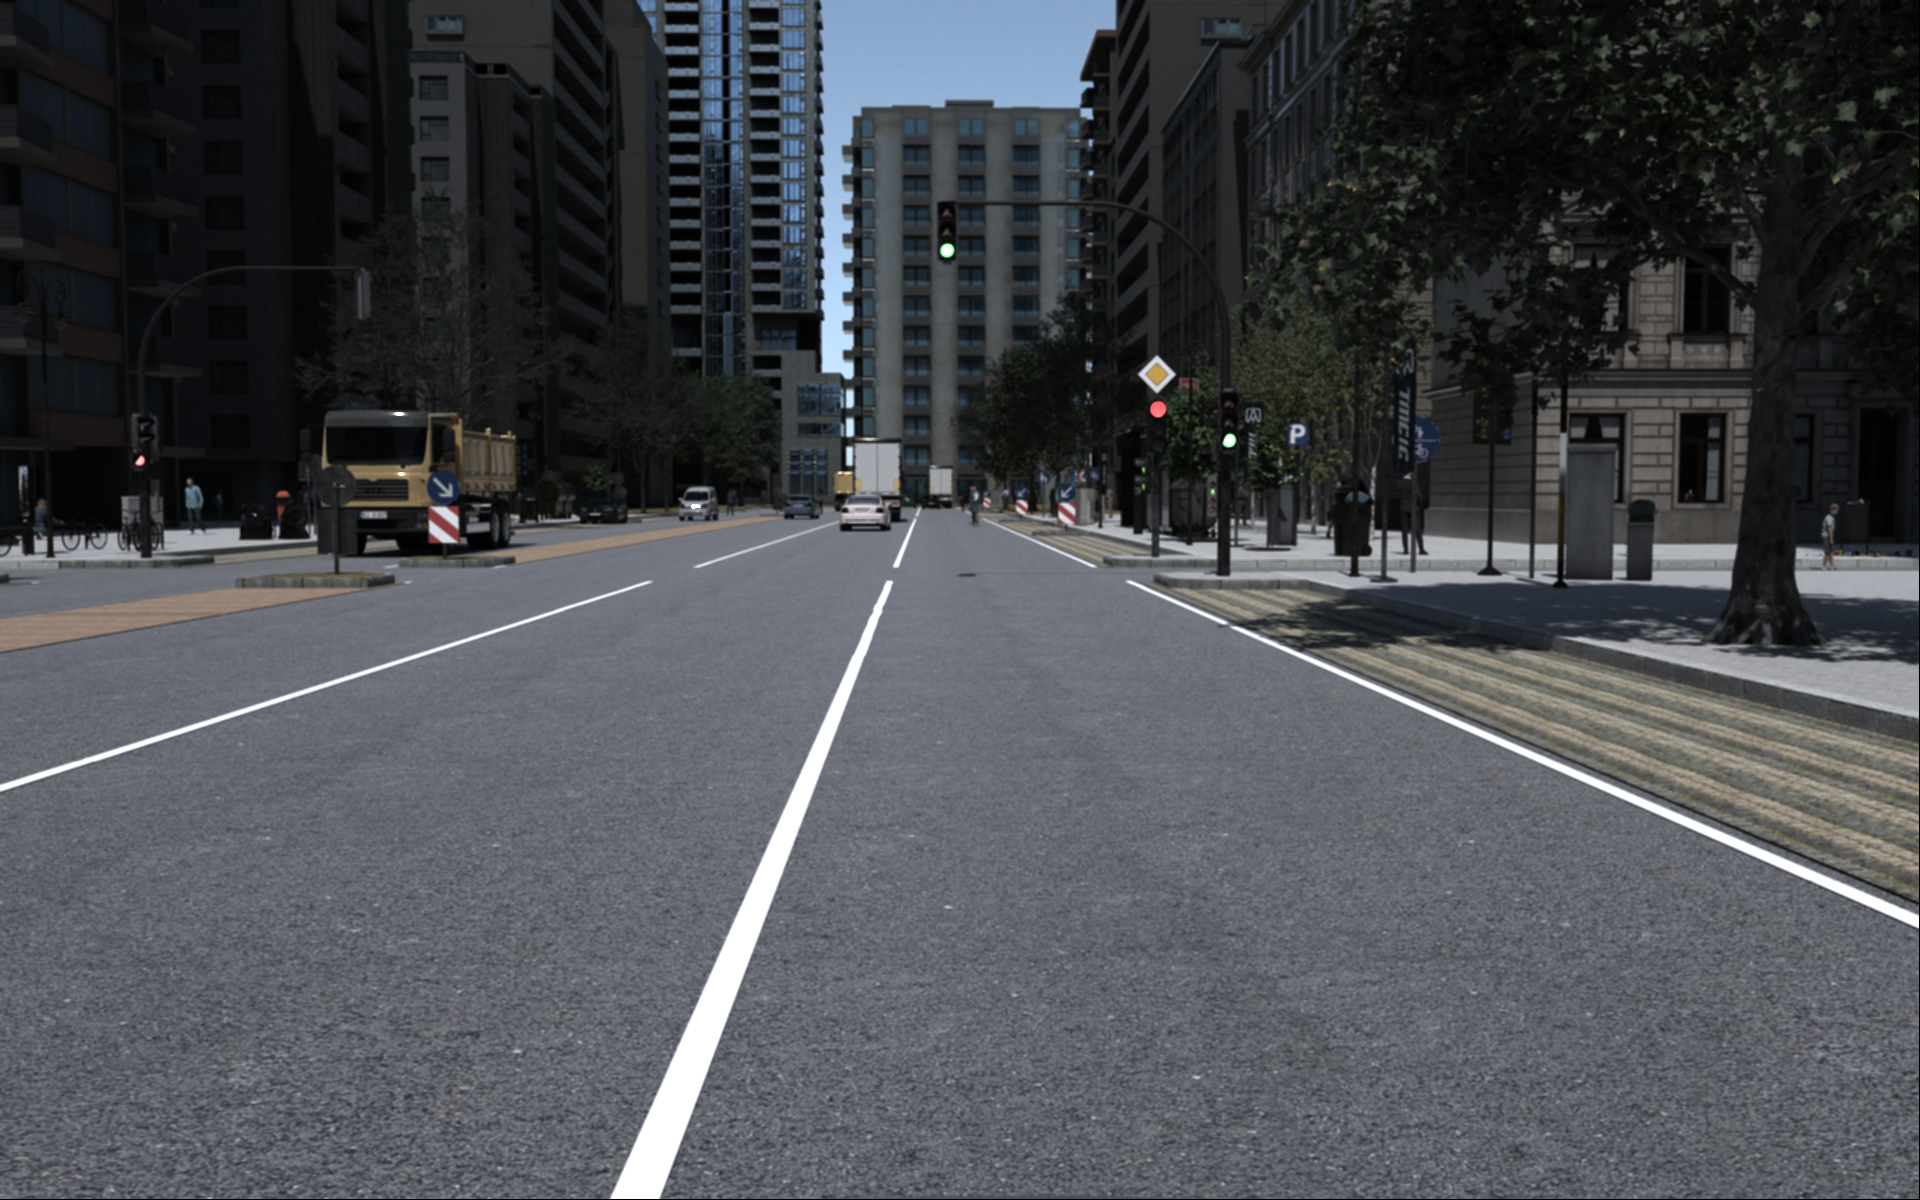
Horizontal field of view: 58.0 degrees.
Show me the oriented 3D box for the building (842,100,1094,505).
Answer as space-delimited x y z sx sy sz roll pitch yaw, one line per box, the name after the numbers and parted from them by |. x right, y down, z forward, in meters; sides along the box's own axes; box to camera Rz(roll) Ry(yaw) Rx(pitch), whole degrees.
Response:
1.021 -36.320 213.442 30.456 49.044 23.786 0 4 -1 | building

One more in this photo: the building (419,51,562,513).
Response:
-35.522 -21.108 116.809 14.160 30.474 14.107 0 4 -1 | building

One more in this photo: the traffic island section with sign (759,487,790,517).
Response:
-11.618 -6.210 109.668 2.006 1.907 1.989 0 4 -1 | traffic island section with sign

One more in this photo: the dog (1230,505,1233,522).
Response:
12.413 -4.025 80.195 0.513 0.831 0.800 1 4 13 | dog

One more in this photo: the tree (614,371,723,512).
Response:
-21.202 -11.687 125.502 8.767 10.594 7.601 0 4 1 | tree

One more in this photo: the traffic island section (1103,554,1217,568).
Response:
3.989 -0.788 35.162 2.009 0.180 2.903 0 4 -1 | traffic island section

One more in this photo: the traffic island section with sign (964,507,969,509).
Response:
1.428 -9.514 164.178 1.989 1.847 2.006 0 4 -1 | traffic island section with sign

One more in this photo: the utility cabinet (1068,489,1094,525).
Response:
5.119 -3.957 73.379 1.173 1.500 0.318 3 5 41 | utility cabinet

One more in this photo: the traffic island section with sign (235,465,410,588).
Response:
-9.981 -1.162 27.138 2.006 1.907 1.989 0 4 -1 | traffic island section with sign

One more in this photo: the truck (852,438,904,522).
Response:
-4.374 -6.331 92.426 2.839 4.237 11.283 0 4 -2 | truck

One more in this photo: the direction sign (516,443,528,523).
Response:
-19.428 -5.186 76.787 0.876 3.537 0.379 3 5 41 | direction sign

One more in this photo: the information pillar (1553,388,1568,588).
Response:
8.234 -1.975 23.649 0.183 3.616 0.504 1 4 19 | information pillar

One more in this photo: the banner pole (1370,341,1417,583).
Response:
6.282 -2.136 24.939 0.401 3.779 0.863 -2 4 -26 | banner pole

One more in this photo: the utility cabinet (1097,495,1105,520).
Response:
6.656 -4.519 85.048 1.020 1.237 0.306 -3 5 -41 | utility cabinet

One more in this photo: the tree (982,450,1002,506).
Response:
4.047 -14.342 184.848 4.360 8.622 3.978 0 3 0 | tree

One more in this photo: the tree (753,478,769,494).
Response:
-21.528 -11.674 185.464 1.663 3.219 1.824 0 3 0 | tree

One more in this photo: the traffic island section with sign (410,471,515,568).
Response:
-10.118 -1.615 34.544 2.006 1.907 1.989 0 4 -1 | traffic island section with sign

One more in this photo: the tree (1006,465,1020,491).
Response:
4.712 -13.569 172.220 4.737 8.622 4.395 0 3 0 | tree

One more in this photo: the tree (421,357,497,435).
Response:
-26.764 -8.707 92.728 4.360 8.622 3.978 0 3 0 | tree

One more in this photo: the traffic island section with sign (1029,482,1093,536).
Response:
3.511 -3.130 59.805 1.989 1.847 2.006 0 4 -1 | traffic island section with sign

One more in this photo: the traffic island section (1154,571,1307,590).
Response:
4.148 -0.300 27.179 2.009 0.180 2.903 0 4 -1 | traffic island section

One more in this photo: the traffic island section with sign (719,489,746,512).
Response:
-18.052 -7.883 137.514 1.989 1.847 2.006 0 4 -1 | traffic island section with sign

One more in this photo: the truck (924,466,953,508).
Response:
-2.145 -11.595 178.490 2.839 4.237 11.283 0 4 -2 | truck

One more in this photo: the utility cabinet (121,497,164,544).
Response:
-21.008 -2.042 44.546 0.306 1.237 1.020 2 4 27 | utility cabinet

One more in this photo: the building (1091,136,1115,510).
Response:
18.853 -22.692 142.722 14.160 30.474 14.107 0 4 -1 | building

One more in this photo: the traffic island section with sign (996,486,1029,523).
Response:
2.960 -4.814 87.337 1.989 1.847 2.006 0 4 -1 | traffic island section with sign

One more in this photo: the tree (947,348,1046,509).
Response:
3.762 -14.462 146.820 12.009 13.543 11.850 0 3 0 | tree

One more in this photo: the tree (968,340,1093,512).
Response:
5.236 -12.852 127.140 9.611 12.733 9.660 0 3 0 | tree

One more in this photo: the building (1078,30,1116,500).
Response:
22.821 -31.143 163.816 22.147 44.769 28.867 0 4 -1 | building

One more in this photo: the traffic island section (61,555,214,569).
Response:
-16.348 -0.764 34.765 2.009 0.180 2.903 0 4 -1 | traffic island section

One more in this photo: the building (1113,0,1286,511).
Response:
22.849 -30.579 123.671 21.300 48.544 21.600 0 4 -1 | building

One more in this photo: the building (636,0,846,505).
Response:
-29.679 -54.917 210.565 31.000 86.520 22.319 0 4 -1 | building

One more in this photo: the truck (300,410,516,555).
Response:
-13.278 -2.865 42.772 3.469 3.379 9.791 0 4 -2 | truck

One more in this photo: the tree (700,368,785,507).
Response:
-22.352 -16.490 176.272 9.857 13.997 8.962 0 3 0 | tree

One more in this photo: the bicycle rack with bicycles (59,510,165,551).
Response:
-19.448 -1.621 39.893 2.852 0.926 2.925 0 4 0 | bicycle rack with bicycles

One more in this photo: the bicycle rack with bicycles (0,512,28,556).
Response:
-20.413 -1.320 34.969 2.852 0.926 2.925 0 4 -2 | bicycle rack with bicycles

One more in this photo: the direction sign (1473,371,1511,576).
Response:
8.397 -2.162 27.346 0.876 3.537 0.379 -2 4 -33 | direction sign

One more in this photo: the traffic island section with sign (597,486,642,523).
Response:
-17.053 -4.788 86.906 1.989 1.847 2.006 0 4 -1 | traffic island section with sign

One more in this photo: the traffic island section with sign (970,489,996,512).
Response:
1.980 -7.845 136.897 1.989 1.847 2.006 0 4 -1 | traffic island section with sign

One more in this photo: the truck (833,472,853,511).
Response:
-9.324 -9.348 148.762 3.469 3.379 9.791 0 4 -2 | truck

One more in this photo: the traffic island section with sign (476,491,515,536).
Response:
-16.530 -3.139 59.956 1.989 1.847 2.006 0 4 -1 | traffic island section with sign

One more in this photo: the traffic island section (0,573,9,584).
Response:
-16.190 -0.275 26.781 2.009 0.180 2.903 0 4 -1 | traffic island section

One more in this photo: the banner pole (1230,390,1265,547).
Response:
6.896 -3.162 41.710 0.863 3.779 0.401 1 4 17 | banner pole

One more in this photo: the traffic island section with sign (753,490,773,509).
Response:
-18.596 -9.531 164.464 1.989 1.847 2.006 0 4 -1 | traffic island section with sign

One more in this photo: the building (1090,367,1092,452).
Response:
23.404 -26.753 209.115 14.107 30.474 14.160 0 4 -1 | building

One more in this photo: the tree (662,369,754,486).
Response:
-20.950 -13.260 142.562 9.928 11.665 9.643 0 3 0 | tree

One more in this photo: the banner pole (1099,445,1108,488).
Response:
7.315 -6.053 88.990 0.401 3.779 0.863 3 5 42 | banner pole
